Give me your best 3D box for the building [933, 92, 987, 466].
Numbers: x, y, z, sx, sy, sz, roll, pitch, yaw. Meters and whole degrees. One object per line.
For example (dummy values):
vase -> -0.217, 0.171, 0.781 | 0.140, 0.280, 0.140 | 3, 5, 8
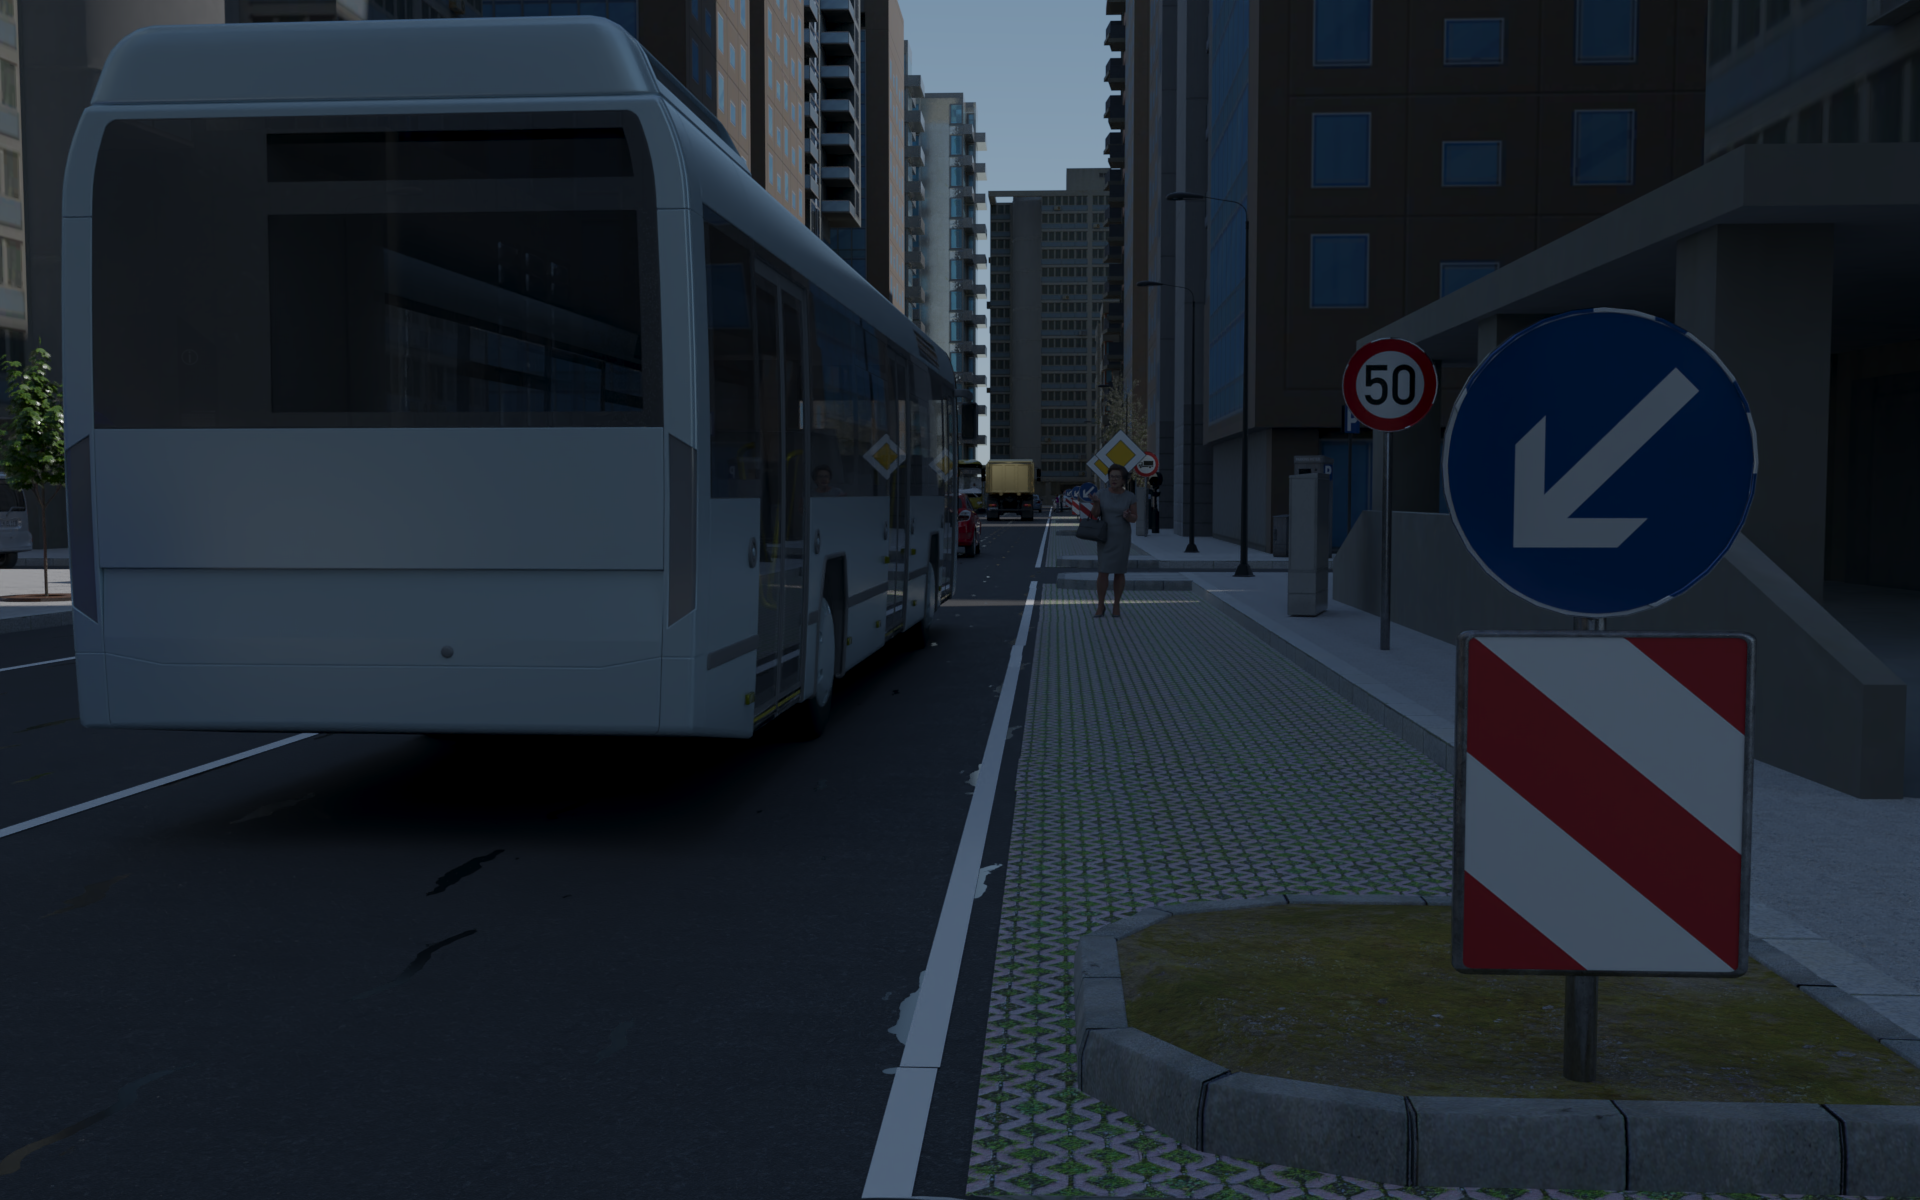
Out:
building -> -11.998, -35.896, 206.501 | 30.456, 49.044, 23.786 | 0, 4, 3

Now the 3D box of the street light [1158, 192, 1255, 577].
street light -> 3.872, -3.317, 26.779 | 1.470, 5.913, 1.316 | 0, 4, 3

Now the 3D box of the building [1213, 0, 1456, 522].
building -> 17.511, -27.104, 93.268 | 14.600, 45.320, 14.200 | 0, 4, 3

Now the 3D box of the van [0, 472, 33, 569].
van -> -19.104, -1.484, 31.274 | 4.112, 2.044, 2.013 | 0, 4, 3

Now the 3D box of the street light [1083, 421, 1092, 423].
street light -> 8.516, -8.395, 109.795 | 1.470, 5.913, 1.316 | 0, 4, 3

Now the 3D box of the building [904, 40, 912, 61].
building -> -19.091, -33.948, 174.657 | 30.456, 49.044, 23.786 | 0, 4, 3

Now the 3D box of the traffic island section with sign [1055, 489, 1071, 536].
traffic island section with sign -> 4.322, -3.136, 59.901 | 1.989, 1.847, 2.006 | 0, 4, 3

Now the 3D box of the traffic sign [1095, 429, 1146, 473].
traffic sign -> 2.490, -1.423, 26.904 | 0.795, 2.450, 0.064 | 0, 4, 3

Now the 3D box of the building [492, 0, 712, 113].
building -> -16.618, -27.348, 97.254 | 14.600, 45.320, 14.200 | 0, 4, 3

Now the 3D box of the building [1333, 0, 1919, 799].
building -> 20.247, -19.585, 12.094 | 32.217, 40.220, 23.993 | 0, 4, 3

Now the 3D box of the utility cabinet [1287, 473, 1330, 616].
utility cabinet -> 3.728, -0.604, 18.553 | 0.318, 1.500, 1.173 | 1, 4, 18

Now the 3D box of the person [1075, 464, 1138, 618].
person -> 1.688, -0.679, 19.964 | 0.716, 1.782, 0.532 | 0, 4, 7

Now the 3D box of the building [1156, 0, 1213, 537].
building -> 17.929, -31.905, 63.648 | 21.231, 58.520, 28.212 | 0, 4, 3

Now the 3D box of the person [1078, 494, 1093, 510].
person -> 5.518, -4.101, 75.908 | 0.716, 1.782, 0.532 | 1, 4, 16

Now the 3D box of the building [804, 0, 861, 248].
building -> -17.731, -49.678, 124.903 | 22.319, 86.520, 31.000 | 0, 4, 3

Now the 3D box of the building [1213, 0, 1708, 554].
building -> 13.700, -23.963, 41.898 | 14.200, 45.320, 14.600 | 0, 4, 3

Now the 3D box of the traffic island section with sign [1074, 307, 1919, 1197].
traffic island section with sign -> 1.300, 0.254, 4.482 | 1.989, 1.847, 2.006 | 0, 4, 3

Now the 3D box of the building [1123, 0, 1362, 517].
building -> 18.390, -28.594, 117.625 | 14.600, 45.320, 14.200 | 0, 4, 3

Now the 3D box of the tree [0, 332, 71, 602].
tree -> -11.110, -1.603, 20.816 | 1.663, 3.219, 1.824 | 0, 3, 0

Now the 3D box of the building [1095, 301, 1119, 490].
building -> 27.389, -19.835, 169.338 | 27.650, 21.520, 28.899 | 0, 4, 3

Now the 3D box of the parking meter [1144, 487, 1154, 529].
parking meter -> 6.863, -3.338, 62.995 | 0.372, 1.533, 0.369 | 0, 3, 0

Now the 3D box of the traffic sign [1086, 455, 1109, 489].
traffic sign -> 2.926, -1.910, 34.877 | 0.795, 2.450, 0.064 | 0, 4, 3

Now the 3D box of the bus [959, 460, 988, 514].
bus -> 0.717, -8.305, 127.334 | 2.896, 3.916, 12.252 | 0, 4, 3

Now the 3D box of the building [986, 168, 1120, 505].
building -> 15.390, -31.629, 209.018 | 23.993, 40.220, 32.217 | 0, 4, 3

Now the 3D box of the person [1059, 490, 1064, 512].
person -> 7.830, -7.687, 134.904 | 0.721, 1.735, 1.217 | -1, 4, -14

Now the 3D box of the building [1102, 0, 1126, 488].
building -> 22.775, -29.662, 139.602 | 22.147, 44.769, 28.867 | 0, 4, 3

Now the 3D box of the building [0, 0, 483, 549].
building -> -27.254, -21.785, 48.061 | 32.217, 40.220, 23.993 | 0, 4, 3

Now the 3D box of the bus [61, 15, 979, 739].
bus -> -1.747, -1.131, 13.356 | 2.948, 3.499, 13.247 | 0, 4, 5

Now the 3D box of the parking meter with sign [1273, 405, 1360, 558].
parking meter with sign -> 7.082, -2.349, 34.671 | 1.738, 3.016, 0.543 | 3, 5, 44

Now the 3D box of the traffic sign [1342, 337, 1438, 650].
traffic sign -> 3.501, -0.861, 14.189 | 0.768, 2.556, 0.104 | 0, 4, 5

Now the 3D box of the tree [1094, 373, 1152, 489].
tree -> 9.982, -9.429, 104.522 | 4.360, 8.622, 3.978 | 0, 3, 0

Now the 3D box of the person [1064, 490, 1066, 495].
person -> 9.350, -8.900, 154.568 | 0.434, 1.755, 0.990 | 2, 4, 32

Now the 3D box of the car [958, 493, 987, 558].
car -> -0.458, -1.930, 40.592 | 2.155, 1.783, 4.494 | 0, 4, 3

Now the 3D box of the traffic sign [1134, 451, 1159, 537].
traffic sign -> 5.546, -3.152, 51.648 | 0.768, 2.556, 0.104 | 0, 4, 7

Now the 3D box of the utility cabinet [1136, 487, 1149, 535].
utility cabinet -> 5.663, -2.755, 53.724 | 0.318, 1.500, 1.173 | 1, 4, 11

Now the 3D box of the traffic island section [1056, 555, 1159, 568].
traffic island section -> 2.950, -0.775, 34.953 | 2.009, 0.180, 2.903 | 0, 4, 3

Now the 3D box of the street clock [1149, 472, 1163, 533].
street clock -> 6.391, -3.179, 56.542 | 0.358, 2.002, 0.471 | -2, 4, -32

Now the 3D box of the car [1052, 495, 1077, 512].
car -> 8.523, -7.849, 140.700 | 2.083, 1.381, 4.827 | 0, 4, 2

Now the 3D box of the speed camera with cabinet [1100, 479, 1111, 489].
speed camera with cabinet -> 8.926, -6.471, 100.140 | 0.660, 3.252, 2.038 | 3, 5, 40

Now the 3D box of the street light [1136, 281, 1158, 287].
street light -> 4.542, -3.995, 37.852 | 1.470, 5.913, 1.316 | 0, 4, 3

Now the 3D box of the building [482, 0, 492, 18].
building -> -17.136, -25.953, 74.440 | 14.600, 45.320, 14.200 | 0, 4, 3

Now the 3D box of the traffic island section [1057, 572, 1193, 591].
traffic island section -> 2.514, -0.287, 26.980 | 2.009, 0.180, 2.903 | 0, 4, 3

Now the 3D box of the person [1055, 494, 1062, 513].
person -> 7.478, -7.337, 131.678 | 0.599, 1.433, 0.991 | -2, 4, -31

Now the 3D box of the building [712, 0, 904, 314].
building -> -12.264, -30.480, 148.454 | 14.600, 45.320, 14.200 | 0, 4, 3

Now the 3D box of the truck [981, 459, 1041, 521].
truck -> 2.801, -6.113, 95.879 | 3.469, 3.379, 9.791 | 0, 4, 2

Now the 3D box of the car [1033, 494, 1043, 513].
car -> 5.477, -7.480, 134.295 | 2.014, 1.417, 4.499 | 0, 4, 2

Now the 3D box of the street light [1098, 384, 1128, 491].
street light -> 6.529, -6.174, 73.483 | 1.470, 5.913, 1.316 | 0, 4, 3
